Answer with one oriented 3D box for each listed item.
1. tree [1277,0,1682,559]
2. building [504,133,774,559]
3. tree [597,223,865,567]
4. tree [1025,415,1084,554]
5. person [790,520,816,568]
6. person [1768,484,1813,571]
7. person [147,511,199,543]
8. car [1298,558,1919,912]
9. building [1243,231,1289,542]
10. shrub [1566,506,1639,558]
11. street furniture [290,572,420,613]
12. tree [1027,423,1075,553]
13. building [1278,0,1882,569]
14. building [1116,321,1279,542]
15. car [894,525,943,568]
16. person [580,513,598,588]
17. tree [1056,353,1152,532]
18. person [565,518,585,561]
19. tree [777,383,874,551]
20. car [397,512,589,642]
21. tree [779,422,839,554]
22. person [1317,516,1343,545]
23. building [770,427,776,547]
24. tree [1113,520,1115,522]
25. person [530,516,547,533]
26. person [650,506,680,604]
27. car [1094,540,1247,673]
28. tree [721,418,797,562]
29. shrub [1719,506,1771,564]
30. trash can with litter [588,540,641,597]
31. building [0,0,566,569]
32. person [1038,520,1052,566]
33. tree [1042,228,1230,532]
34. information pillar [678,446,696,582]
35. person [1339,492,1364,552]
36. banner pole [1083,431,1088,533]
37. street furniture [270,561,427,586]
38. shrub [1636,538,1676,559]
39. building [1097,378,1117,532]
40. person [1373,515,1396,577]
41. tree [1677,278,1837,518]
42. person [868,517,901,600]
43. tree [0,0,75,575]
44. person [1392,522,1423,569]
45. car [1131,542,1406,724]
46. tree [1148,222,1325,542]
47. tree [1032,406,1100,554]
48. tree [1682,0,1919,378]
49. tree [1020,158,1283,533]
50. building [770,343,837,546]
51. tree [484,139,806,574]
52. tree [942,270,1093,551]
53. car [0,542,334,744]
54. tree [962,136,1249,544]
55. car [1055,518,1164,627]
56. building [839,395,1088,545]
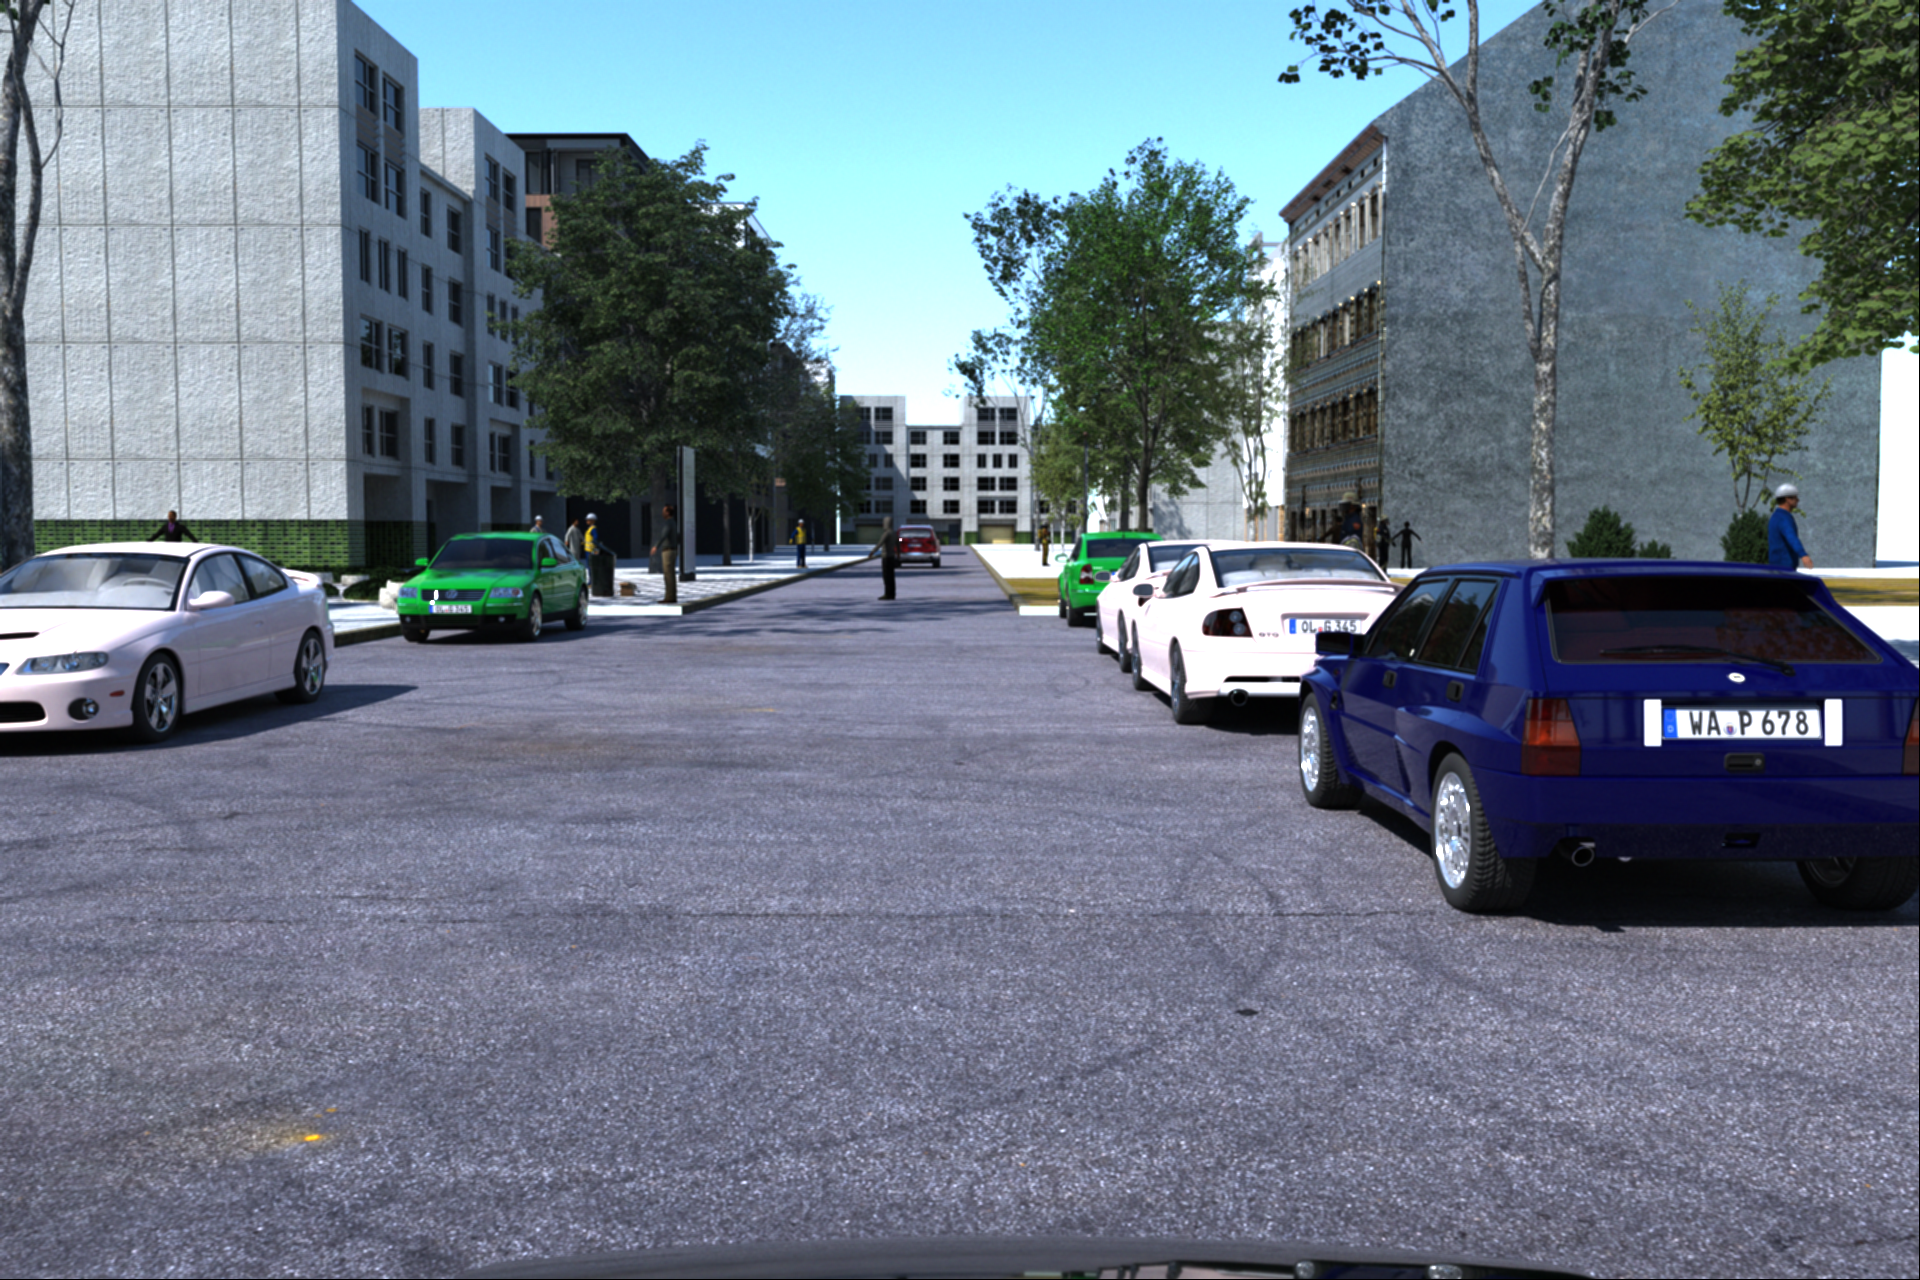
[{"bbox_3d":[8.697,-10.538,28.180,12.611,20.169,13.585,0,3,0],"label":"tree"},{"bbox_3d":[-27.235,-15.966,105.020,27.936,21.610,32.646,0,4,1],"label":"building"},{"bbox_3d":[-9.283,-9.659,68.302,12.009,13.543,11.850,0,3,0],"label":"tree"},{"bbox_3d":[6.122,-9.460,105.026,4.737,8.622,4.395,0,3,0],"label":"tree"},{"bbox_3d":[-6.018,-3.664,65.874,0.705,1.833,1.349,3,5,41],"label":"person"},{"bbox_3d":[9.230,-0.822,19.328,0.705,1.842,1.347,1,4,13],"label":"person"},{"bbox_3d":[-17.535,-1.979,38.582,1.346,1.802,0.704,0,4,-1],"label":"person"},{"bbox_3d":[2.705,0.285,7.928,1.945,1.354,3.894,0,4,-1],"label":"car"},{"bbox_3d":[23.262,-15.475,109.435,16.016,20.090,11.380,0,3,0],"label":"building"},{"bbox_3d":[15.794,-2.335,42.601,1.690,2.028,1.600,0,3,0],"label":"shrub"},{"bbox_3d":[-11.853,-0.964,31.387,5.734,0.657,10.072,-1,4,-14],"label":"street furniture"},{"bbox_3d":[6.263,-10.054,114.744,4.737,8.622,4.395,0,3,0],"label":"tree"},{"bbox_3d":[24.764,-14.787,72.700,19.493,23.208,18.063,0,4,0],"label":"building"},{"bbox_3d":[23.648,-17.497,152.539,16.747,18.905,31.486,0,4,0],"label":"building"},{"bbox_3d":[-1.860,-3.994,73.975,2.281,1.827,5.304,0,3,0],"label":"car"},{"bbox_3d":[-8.844,-2.123,41.168,0.721,1.772,1.216,-2,4,-25],"label":"person"},{"bbox_3d":[5.991,-7.371,70.872,4.737,8.622,4.395,0,3,0],"label":"tree"},{"bbox_3d":[-12.562,-3.086,56.649,0.705,1.806,1.347,1,4,21],"label":"person"},{"bbox_3d":[-10.358,-12.932,129.565,7.486,12.596,7.792,0,3,0],"label":"tree"},{"bbox_3d":[-6.506,-0.958,24.463,1.959,1.807,4.718,0,4,0],"label":"car"},{"bbox_3d":[-9.601,-9.896,112.163,4.737,8.622,4.395,0,3,0],"label":"tree"},{"bbox_3d":[11.119,-2.735,50.848,1.346,1.812,0.704,0,4,7],"label":"person"},{"bbox_3d":[-26.418,-17.573,153.781,16.747,18.905,31.486,0,4,0],"label":"building"},{"bbox_3d":[21.284,-16.624,222.156,4.360,8.622,3.978,0,3,0],"label":"tree"},{"bbox_3d":[-12.984,-2.916,53.536,0.705,1.847,1.347,2,4,28],"label":"person"},{"bbox_3d":[-5.401,-1.575,32.020,0.705,1.796,1.348,1,4,9],"label":"person"},{"bbox_3d":[2.577,-0.422,19.269,2.083,1.381,4.827,0,4,0],"label":"car"},{"bbox_3d":[-9.603,-7.898,79.490,4.360,8.622,3.978,0,3,0],"label":"tree"},{"bbox_3d":[20.973,-2.535,45.874,1.690,2.028,1.600,0,3,0],"label":"shrub"},{"bbox_3d":[-7.117,-1.485,35.667,1.055,1.170,0.624,0,4,-1],"label":"trash can with litter"},{"bbox_3d":[-28.478,-12.581,72.154,16.747,18.905,31.486,0,3,0],"label":"building"},{"bbox_3d":[3.463,-3.906,69.628,0.705,1.858,1.354,0,4,-7],"label":"person"},{"bbox_3d":[6.309,-8.857,62.932,7.486,12.596,7.792,0,3,0],"label":"tree"},{"bbox_3d":[-7.419,-3.408,47.029,0.184,3.620,1.656,0,4,1],"label":"information pillar"},{"bbox_3d":[5.272,-1.082,23.554,0.704,1.845,1.351,0,4,7],"label":"person"},{"bbox_3d":[3.069,-3.188,42.134,0.401,3.779,0.863,0,4,-1],"label":"banner pole"},{"bbox_3d":[-15.418,-1.771,44.587,10.072,0.657,5.734,-3,4,-37],"label":"street furniture"},{"bbox_3d":[14.755,-1.571,36.798,1.383,1.207,1.383,0,3,0],"label":"shrub"},{"bbox_3d":[21.472,-21.334,205.238,16.016,20.090,11.380,0,3,0],"label":"building"},{"bbox_3d":[12.500,-2.765,50.988,0.705,1.856,1.354,2,4,33],"label":"person"},{"bbox_3d":[22.534,-6.068,49.575,4.737,8.622,4.395,0,3,0],"label":"tree"},{"bbox_3d":[-1.588,-1.787,37.809,0.705,1.813,1.348,2,4,26],"label":"person"},{"bbox_3d":[-13.364,-10.096,20.954,12.611,20.169,13.585,0,3,0],"label":"tree"},{"bbox_3d":[16.410,-3.485,63.705,1.216,1.740,0.721,0,4,6],"label":"person"},{"bbox_3d":[2.530,-0.126,14.426,2.083,1.381,4.827,0,4,-1],"label":"car"},{"bbox_3d":[7.074,-5.503,40.331,4.360,8.622,3.978,0,3,0],"label":"tree"},{"bbox_3d":[5.768,-8.859,95.207,4.737,8.622,4.395,0,3,0],"label":"tree"},{"bbox_3d":[8.800,-5.802,12.988,7.486,12.596,7.792,0,3,0],"label":"tree"},{"bbox_3d":[5.188,-7.484,48.125,9.928,11.665,9.643,0,3,0],"label":"tree"},{"bbox_3d":[-29.264,-21.818,200.702,27.936,21.610,32.646,0,4,0],"label":"building"},{"bbox_3d":[-9.812,-9.094,55.345,9.857,13.997,8.962,0,3,0],"label":"tree"},{"bbox_3d":[5.037,-16.546,126.416,12.611,20.169,13.585,0,3,0],"label":"tree"},{"bbox_3d":[-6.404,-0.060,13.350,2.083,1.381,4.827,0,3,0],"label":"car"},{"bbox_3d":[6.852,-13.879,82.804,12.611,20.169,13.585,0,3,0],"label":"tree"},{"bbox_3d":[2.555,-1.183,28.134,1.959,1.807,4.718,0,4,0],"label":"car"},{"bbox_3d":[0.158,-21.930,227.465,31.486,18.905,16.747,0,4,-3],"label":"building"}]
